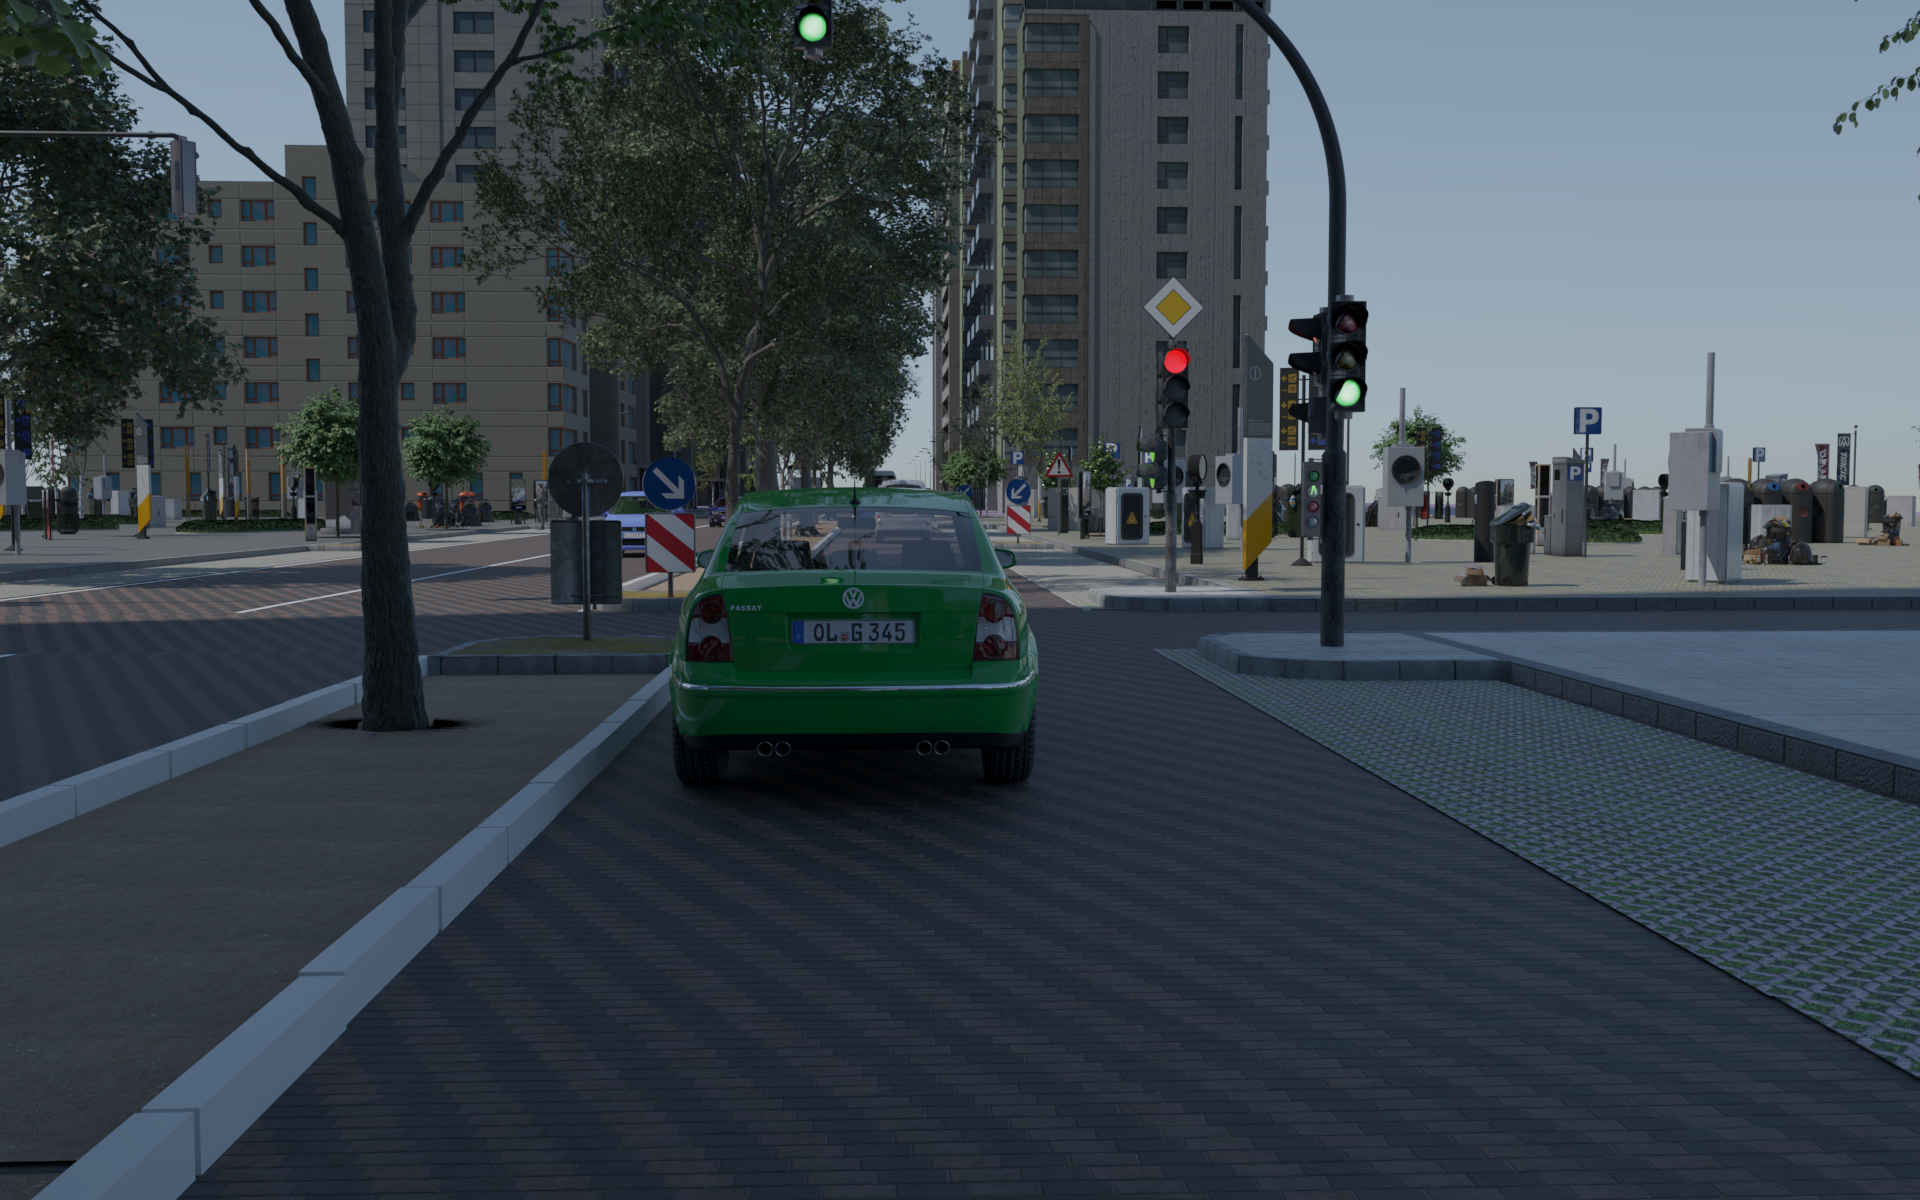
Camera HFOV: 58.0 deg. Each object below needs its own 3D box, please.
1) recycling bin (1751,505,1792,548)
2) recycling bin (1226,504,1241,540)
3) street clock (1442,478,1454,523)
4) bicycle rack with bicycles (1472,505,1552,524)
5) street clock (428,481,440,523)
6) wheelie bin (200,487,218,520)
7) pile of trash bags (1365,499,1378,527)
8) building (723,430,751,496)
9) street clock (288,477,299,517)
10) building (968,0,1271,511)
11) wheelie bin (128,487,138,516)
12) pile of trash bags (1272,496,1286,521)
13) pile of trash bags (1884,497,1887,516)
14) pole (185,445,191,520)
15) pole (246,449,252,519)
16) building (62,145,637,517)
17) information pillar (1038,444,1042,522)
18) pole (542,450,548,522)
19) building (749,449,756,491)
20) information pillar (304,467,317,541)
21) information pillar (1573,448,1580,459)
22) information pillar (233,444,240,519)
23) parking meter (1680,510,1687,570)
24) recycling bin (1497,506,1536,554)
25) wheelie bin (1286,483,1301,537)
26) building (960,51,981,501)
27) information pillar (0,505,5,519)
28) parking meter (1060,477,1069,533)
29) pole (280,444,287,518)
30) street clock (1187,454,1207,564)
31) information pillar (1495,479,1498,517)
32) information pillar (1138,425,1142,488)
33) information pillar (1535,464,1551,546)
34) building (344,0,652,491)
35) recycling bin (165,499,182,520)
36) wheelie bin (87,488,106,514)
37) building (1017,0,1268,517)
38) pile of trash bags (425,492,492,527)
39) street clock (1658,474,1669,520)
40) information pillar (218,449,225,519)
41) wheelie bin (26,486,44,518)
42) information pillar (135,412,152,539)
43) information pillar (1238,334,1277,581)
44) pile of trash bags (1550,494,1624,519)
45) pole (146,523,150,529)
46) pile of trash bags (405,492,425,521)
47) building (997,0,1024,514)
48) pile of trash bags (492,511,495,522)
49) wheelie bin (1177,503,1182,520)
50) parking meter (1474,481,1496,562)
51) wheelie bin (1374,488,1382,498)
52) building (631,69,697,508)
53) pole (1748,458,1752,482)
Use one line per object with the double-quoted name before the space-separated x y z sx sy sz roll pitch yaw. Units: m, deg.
"recycling bin" 18.982 -1.711 40.533 0.722 1.027 0.722 1 4 10
"recycling bin" 7.844 -2.197 48.477 0.722 1.027 0.722 1 4 13
"street clock" 21.905 -4.476 77.745 0.358 2.002 0.471 -3 4 -37
"bicycle rack with bicycles" 17.824 -2.558 55.205 2.925 0.926 2.852 1 4 18
"street clock" -23.046 -4.365 75.936 0.471 2.002 0.358 0 4 5
"wheelie bin" -34.533 -4.390 79.692 0.693 1.594 0.980 -3 4 -37
"pile of trash bags" 15.855 -3.597 68.570 1.912 1.369 3.447 0 4 7
"building" -42.200 -23.295 225.910 27.650 21.520 28.899 0 4 -3
"street clock" -27.882 -4.153 72.473 0.471 2.002 0.358 3 4 39
"building" 12.124 -31.946 141.924 23.786 49.044 30.456 0 4 -3
"wheelie bin" -38.728 -4.508 81.608 0.980 1.594 0.693 2 4 25
"pile of trash bags" 11.338 -3.195 61.992 3.447 1.369 1.912 2 4 28
"pile of trash bags" 43.849 -4.490 83.166 1.912 1.369 3.447 2 4 32
"pole" -31.991 -4.765 71.749 0.158 3.312 0.155 0 3 0
"pole" -32.087 -5.155 78.125 0.158 3.312 0.155 0 3 0
"building" -36.644 -16.235 110.479 27.650 21.520 28.899 0 4 -3
"information pillar" 3.715 -5.485 81.031 0.183 3.616 0.504 0 4 -4
"pole" -19.346 -5.316 80.755 0.158 3.312 0.155 0 3 0
"building" -35.687 -29.136 248.073 14.160 30.474 14.107 0 4 -3
"information pillar" -17.707 -2.613 47.212 0.304 2.012 0.304 -1 4 -21
"information pillar" 31.349 -5.923 88.195 0.504 3.616 0.183 -2 4 -34
"information pillar" -34.170 -5.531 81.781 0.183 3.616 0.504 0 4 -5
"parking meter" 12.367 -1.272 29.210 0.372 1.533 0.369 0 3 0
"recycling bin" 11.951 -1.508 37.216 0.722 1.027 0.722 1 4 10
"wheelie bin" 10.131 -2.661 51.420 0.693 1.594 0.980 2 4 31
"building" 6.919 -29.393 164.168 14.154 41.232 14.086 0 4 -3
"information pillar" -38.396 -4.770 69.348 0.183 3.616 0.504 -3 5 -44
"parking meter" 3.390 -3.117 56.682 0.255 1.863 0.399 -1 4 -12
"pole" -27.621 -4.702 70.725 0.158 3.312 0.155 0 3 0
"street clock" 4.338 -1.658 31.684 0.358 2.002 0.471 2 4 26
"information pillar" 26.046 -4.849 83.767 0.304 2.012 0.304 0 4 -1
"information pillar" 6.045 -4.091 58.247 0.183 3.616 0.504 1 4 11
"information pillar" 14.334 -2.332 42.622 0.304 2.012 0.304 0 4 3
"building" -34.198 -42.562 134.139 20.563 71.187 20.611 0 4 -3
"recycling bin" -39.792 -4.578 87.409 0.722 1.027 0.722 0 4 3
"wheelie bin" -45.118 -5.050 90.471 0.693 1.594 0.980 2 4 32
"building" 10.294 -20.394 105.141 14.160 30.474 14.107 0 4 -3
"pile of trash bags" -20.011 -3.637 69.215 1.912 1.369 3.447 -1 4 -8
"street clock" 25.043 -3.487 61.579 0.358 2.002 0.471 -1 4 -15
"information pillar" -38.316 -6.026 89.878 0.183 3.616 0.504 -3 5 -44
"wheelie bin" -36.581 -3.702 68.437 0.980 1.594 0.693 -2 4 -29
"information pillar" -23.269 -3.548 49.364 0.504 3.616 0.183 2 4 26
"information pillar" 4.398 -2.096 25.622 0.504 3.616 0.183 -2 4 -27
"pile of trash bags" 22.195 -3.202 62.102 1.912 1.369 3.447 -3 5 -40
"pole" -30.085 -4.288 63.959 0.158 3.312 0.155 0 3 0
"pile of trash bags" -26.536 -4.452 82.549 1.912 1.369 3.447 1 4 20
"building" 9.447 -26.643 119.202 14.154 41.232 14.086 0 4 -3
"pile of trash bags" -22.403 -4.262 79.441 1.912 1.369 3.447 -1 4 -18
"wheelie bin" 9.800 -4.255 77.476 0.980 1.594 0.693 -1 4 -18
"parking meter" 9.917 -1.488 32.738 0.372 1.533 0.369 0 3 0
"wheelie bin" 22.334 -5.112 91.488 0.693 1.594 0.980 -2 4 -28
"building" -31.241 -28.740 153.495 14.154 41.232 14.086 0 4 -3
"pole" 44.741 -6.381 98.166 0.158 3.312 0.155 0 3 0
